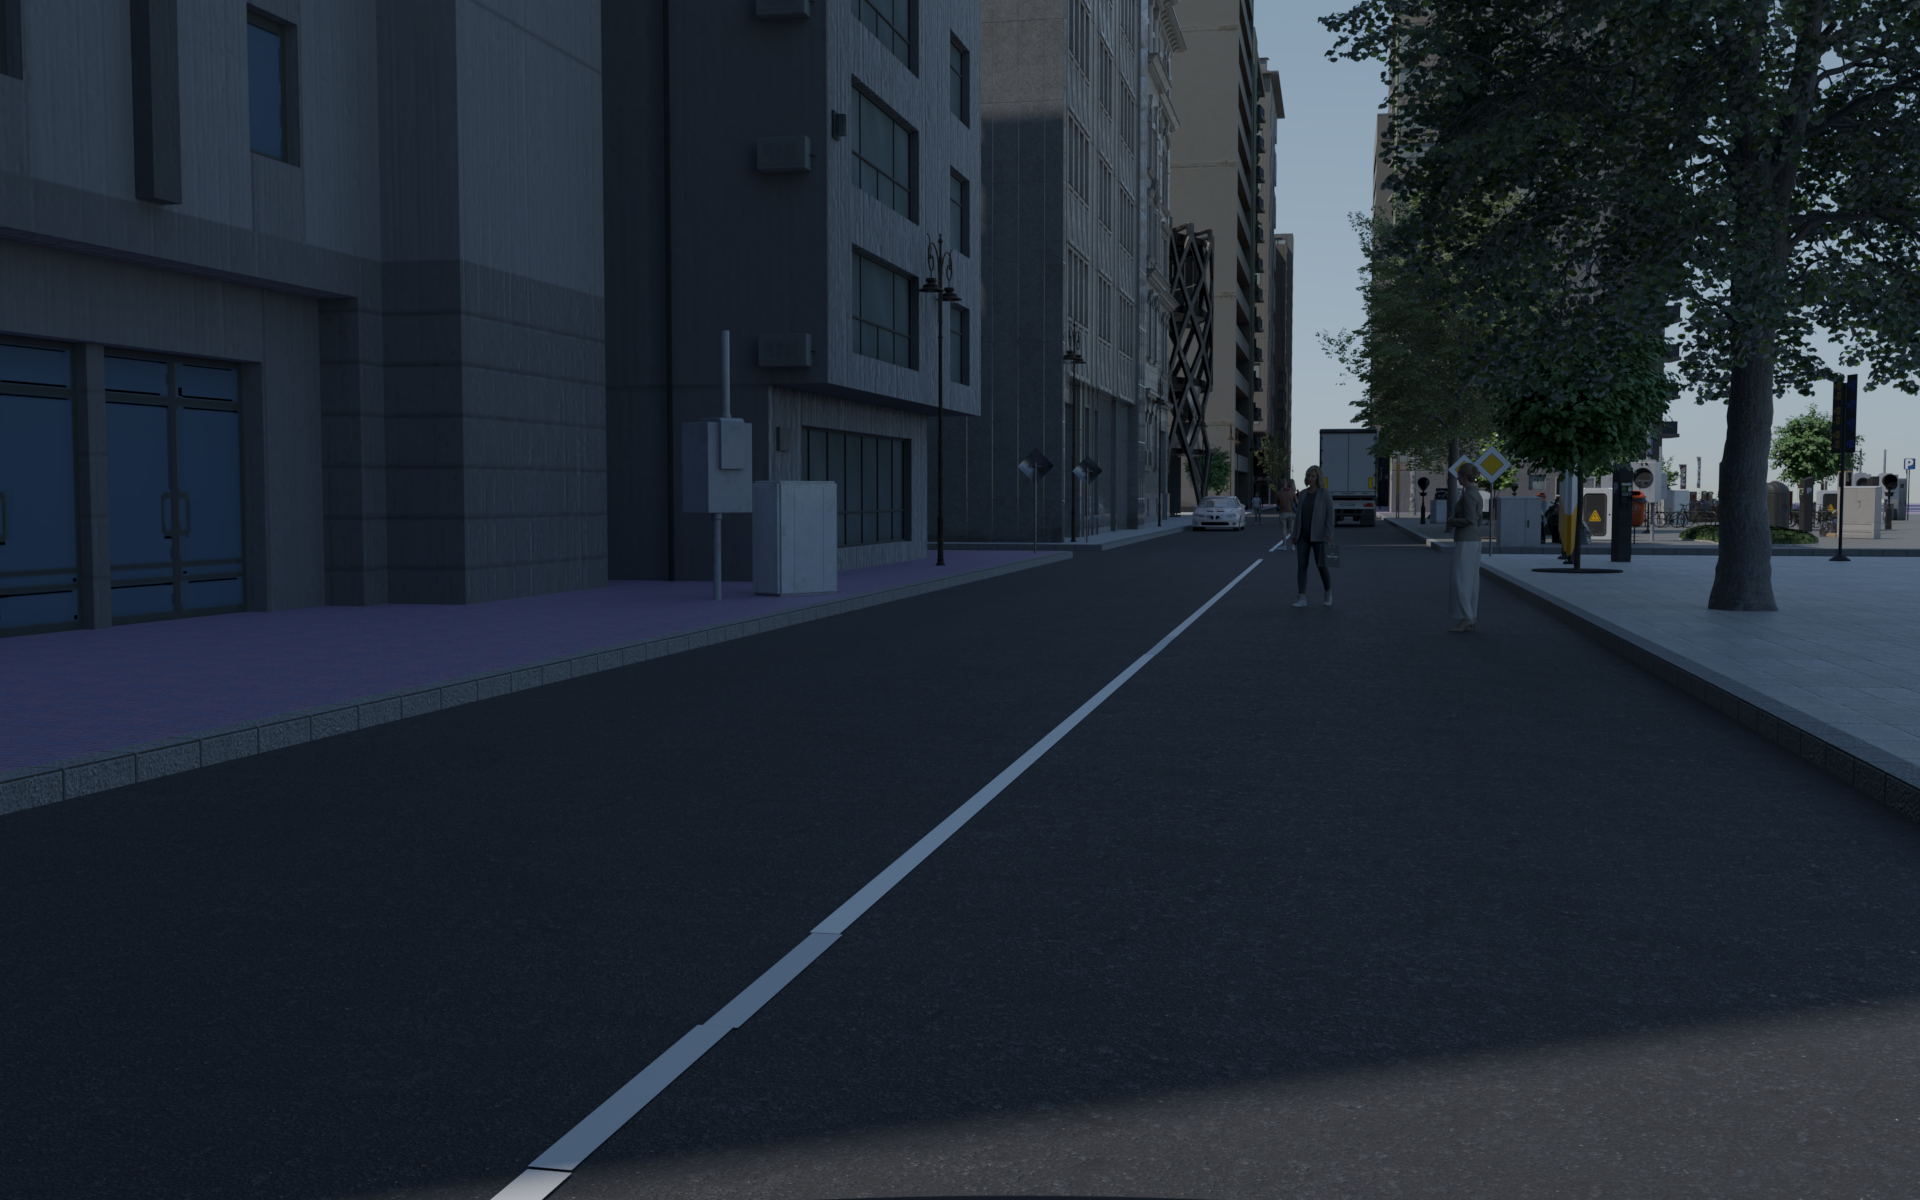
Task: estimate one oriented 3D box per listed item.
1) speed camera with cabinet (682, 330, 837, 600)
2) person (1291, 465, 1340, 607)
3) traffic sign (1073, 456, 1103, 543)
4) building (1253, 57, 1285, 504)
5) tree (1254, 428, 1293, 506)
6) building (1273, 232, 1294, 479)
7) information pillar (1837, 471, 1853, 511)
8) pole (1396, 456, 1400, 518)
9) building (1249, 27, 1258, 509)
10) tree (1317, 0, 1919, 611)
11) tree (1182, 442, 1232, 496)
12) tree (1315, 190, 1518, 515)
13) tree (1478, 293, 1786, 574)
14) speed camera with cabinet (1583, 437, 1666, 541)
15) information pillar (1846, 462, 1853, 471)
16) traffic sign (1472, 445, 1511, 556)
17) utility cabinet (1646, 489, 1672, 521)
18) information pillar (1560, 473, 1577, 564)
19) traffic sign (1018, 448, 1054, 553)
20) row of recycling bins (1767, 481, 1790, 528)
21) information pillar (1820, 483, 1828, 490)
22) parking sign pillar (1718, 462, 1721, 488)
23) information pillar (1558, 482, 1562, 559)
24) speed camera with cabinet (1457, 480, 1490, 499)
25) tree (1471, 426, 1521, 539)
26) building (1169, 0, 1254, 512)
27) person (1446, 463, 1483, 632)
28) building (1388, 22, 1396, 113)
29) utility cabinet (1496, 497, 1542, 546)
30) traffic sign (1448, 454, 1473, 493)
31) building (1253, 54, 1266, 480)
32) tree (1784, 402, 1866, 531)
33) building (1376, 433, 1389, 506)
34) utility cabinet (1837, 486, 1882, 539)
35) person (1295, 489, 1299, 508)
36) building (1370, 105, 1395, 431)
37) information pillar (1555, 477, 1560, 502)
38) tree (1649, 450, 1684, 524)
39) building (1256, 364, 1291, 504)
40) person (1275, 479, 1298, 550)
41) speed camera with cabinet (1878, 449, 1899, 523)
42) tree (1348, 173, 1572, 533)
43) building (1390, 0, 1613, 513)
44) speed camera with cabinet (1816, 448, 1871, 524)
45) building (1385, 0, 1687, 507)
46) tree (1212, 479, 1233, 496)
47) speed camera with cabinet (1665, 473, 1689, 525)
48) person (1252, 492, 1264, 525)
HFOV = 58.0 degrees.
[{"bbox_3d":[-2.487,-1.672,21.670,2.038,3.252,0.660,-3,5,-45],"label":"speed camera with cabinet"},{"bbox_3d":[4.578,-0.819,22.066,0.709,1.800,0.728,3,5,43],"label":"person"},{"bbox_3d":[3.338,-2.555,45.420,0.795,2.450,0.064,1,4,12],"label":"traffic sign"},{"bbox_3d":[25.481,-38.380,216.752,28.713,52.752,27.495,1,4,12],"label":"building"},{"bbox_3d":[34.933,-14.894,193.879,4.737,8.622,4.395,0,3,0],"label":"tree"},{"bbox_3d":[43.629,-35.591,265.502,14.154,41.232,14.086,1,4,12],"label":"building"},{"bbox_3d":[28.442,-3.131,55.685,0.304,2.012,0.304,-1,4,-15],"label":"information pillar"},{"bbox_3d":[23.350,-6.024,92.343,0.158,3.312,0.155,0,3,0],"label":"pole"},{"bbox_3d":[17.922,-28.444,148.656,14.154,41.232,14.086,1,4,12],"label":"building"},{"bbox_3d":[8.813,-6.866,18.914,9.857,13.997,8.962,0,3,0],"label":"tree"},{"bbox_3d":[15.384,-7.557,107.266,4.285,4.588,4.351,0,3,0],"label":"tree"},{"bbox_3d":[28.013,-15.216,104.677,12.611,20.169,13.585,0,3,0],"label":"tree"},{"bbox_3d":[10.130,-2.738,28.479,4.285,4.588,4.351,0,3,0],"label":"tree"},{"bbox_3d":[18.074,-3.248,47.433,2.038,3.252,0.660,3,4,38],"label":"speed camera with cabinet"},{"bbox_3d":[41.498,-5.484,81.019,0.504,3.616,0.183,0,4,5],"label":"information pillar"},{"bbox_3d":[10.911,-1.954,35.583,0.795,2.450,0.064,1,4,12],"label":"traffic sign"},{"bbox_3d":[33.126,-4.489,82.080,0.318,1.500,1.173,-2,4,-32],"label":"utility cabinet"},{"bbox_3d":[11.261,-2.468,31.712,0.183,3.616,0.504,3,5,40],"label":"information pillar"},{"bbox_3d":[1.638,-2.078,37.617,0.795,2.450,0.064,1,4,12],"label":"traffic sign"},{"bbox_3d":[26.310,-3.057,57.099,1.069,1.692,3.534,0,4,5],"label":"row of recycling bins"},{"bbox_3d":[55.486,-6.531,111.274,0.304,2.012,0.304,-2,4,-28],"label":"information pillar"},{"bbox_3d":[44.838,-6.865,100.709,1.447,3.967,1.447,-3,5,-41],"label":"parking sign pillar"},{"bbox_3d":[11.880,-2.608,33.990,0.183,3.616,0.504,0,4,6],"label":"information pillar"},{"bbox_3d":[27.464,-6.014,92.662,2.038,3.252,0.660,1,4,16],"label":"speed camera with cabinet"},{"bbox_3d":[15.112,-3.350,49.371,1.663,3.219,1.824,0,3,0],"label":"tree"},{"bbox_3d":[10.858,-31.055,131.446,21.300,48.544,21.600,1,4,12],"label":"building"},{"bbox_3d":[5.279,-0.558,18.165,0.362,1.759,0.519,2,4,29],"label":"person"},{"bbox_3d":[72.073,-50.179,258.675,20.563,71.187,20.611,1,4,12],"label":"building"},{"bbox_3d":[13.806,-1.934,42.787,1.020,1.237,0.306,0,4,0],"label":"utility cabinet"},{"bbox_3d":[12.611,-2.431,43.386,0.795,2.450,0.064,1,4,12],"label":"traffic sign"},{"bbox_3d":[18.581,-31.606,171.380,22.147,44.769,28.867,1,4,12],"label":"building"},{"bbox_3d":[29.956,-4.735,61.131,4.285,4.588,4.351,0,3,0],"label":"tree"},{"bbox_3d":[53.181,-52.543,171.752,22.319,86.520,31.000,1,4,12],"label":"building"},{"bbox_3d":[25.756,-2.504,49.619,0.318,1.500,1.173,-2,4,-26],"label":"utility cabinet"},{"bbox_3d":[27.314,-8.057,140.169,1.348,1.831,0.705,1,4,19],"label":"person"},{"bbox_3d":[60.668,-35.773,208.598,21.300,48.544,21.600,1,4,12],"label":"building"},{"bbox_3d":[25.735,-4.269,74.290,0.304,2.012,0.304,3,5,44],"label":"information pillar"},{"bbox_3d":[30.650,-4.972,75.893,1.663,3.219,1.824,0,3,0],"label":"tree"},{"bbox_3d":[32.604,-24.554,246.503,27.650,21.520,28.899,1,4,12],"label":"building"},{"bbox_3d":[8.409,-2.196,44.384,0.573,1.828,0.580,3,5,42],"label":"person"},{"bbox_3d":[40.373,-5.009,76.231,2.038,3.252,0.660,-2,4,-25],"label":"speed camera with cabinet"},{"bbox_3d":[16.792,-8.506,57.203,7.486,12.596,7.792,0,3,0],"label":"tree"},{"bbox_3d":[38.100,-26.910,123.577,14.154,41.232,14.086,1,4,12],"label":"building"},{"bbox_3d":[38.290,-4.936,75.039,2.038,3.252,0.660,1,4,13],"label":"speed camera with cabinet"},{"bbox_3d":[46.985,-29.919,143.795,22.147,44.769,28.867,1,4,12],"label":"building"},{"bbox_3d":[17.777,-7.549,118.022,1.663,3.219,1.824,0,3,0],"label":"tree"},{"bbox_3d":[29.664,-4.787,72.599,2.038,3.252,0.660,-2,4,-28],"label":"speed camera with cabinet"},{"bbox_3d":[14.009,-4.302,81.429,0.503,1.515,0.523,-3,4,-36],"label":"person"}]
